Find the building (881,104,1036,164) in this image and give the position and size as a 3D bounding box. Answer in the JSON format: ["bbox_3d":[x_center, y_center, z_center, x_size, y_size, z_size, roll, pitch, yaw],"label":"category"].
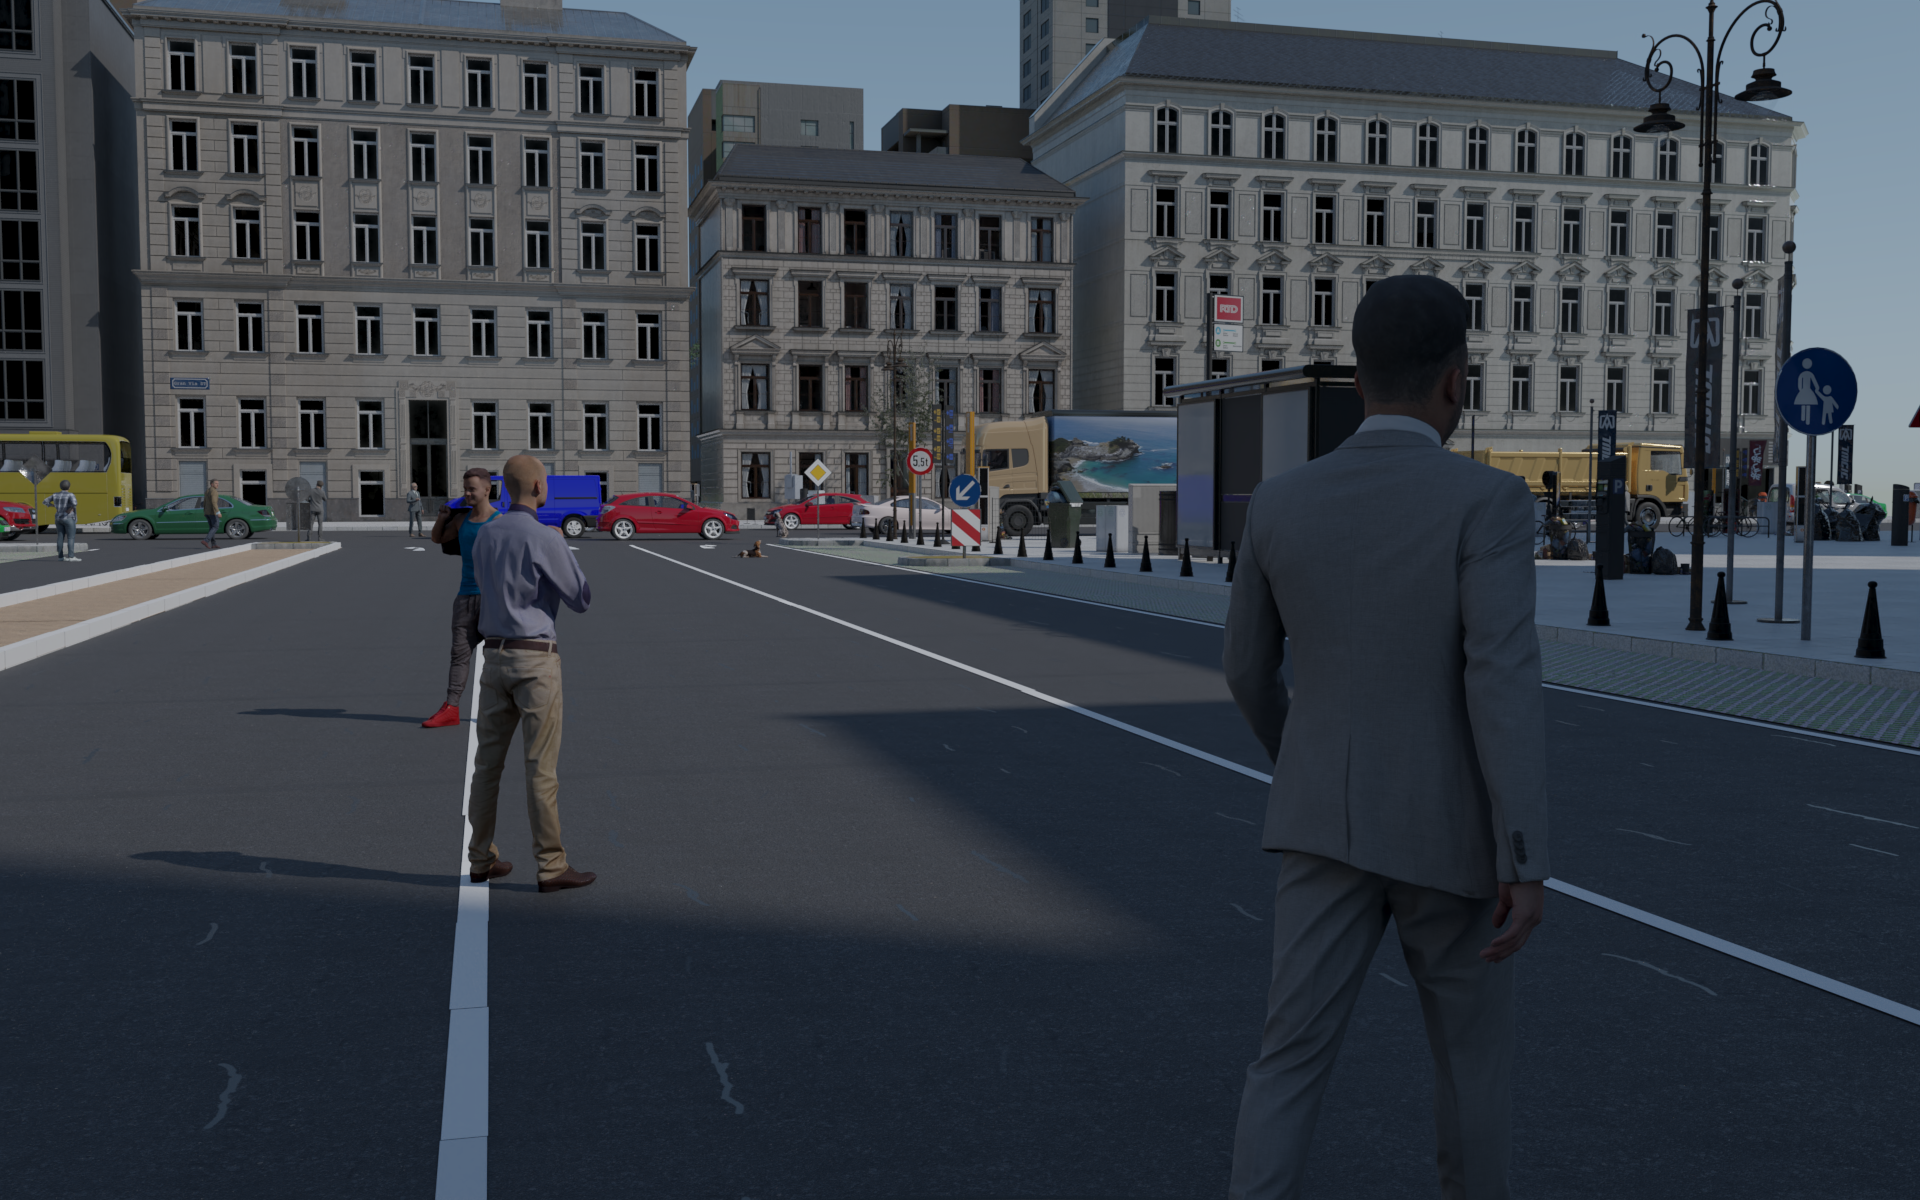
[{"bbox_3d":[-0.435,-33.378,195.839,14.200,45.320,14.600,-1,4,-15],"label":"building"}]

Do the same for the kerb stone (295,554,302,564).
[{"bbox_3d":[-13.644,-0.812,35.470,0.120,0.150,1.000,-1,4,-15],"label":"kerb stone"}]

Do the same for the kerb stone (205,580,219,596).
[{"bbox_3d":[-10.687,-0.145,24.568,0.120,0.150,1.000,-1,4,-15],"label":"kerb stone"}]

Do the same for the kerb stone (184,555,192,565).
[{"bbox_3d":[-15.666,-0.776,34.881,0.120,0.150,1.000,-1,4,-15],"label":"kerb stone"}]

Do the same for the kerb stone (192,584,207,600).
[{"bbox_3d":[-10.427,-0.084,23.576,0.120,0.150,1.000,-1,4,-15],"label":"kerb stone"}]

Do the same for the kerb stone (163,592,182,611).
[{"bbox_3d":[-9.886,0.037,21.596,0.120,0.150,1.000,-1,4,-15],"label":"kerb stone"}]

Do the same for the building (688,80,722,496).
[{"bbox_3d":[-21.899,-32.994,189.557,14.600,45.320,14.200,-1,4,-15],"label":"building"}]

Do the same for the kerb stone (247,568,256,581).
[{"bbox_3d":[-11.766,-0.387,28.527,0.120,0.150,1.000,-1,4,-15],"label":"kerb stone"}]

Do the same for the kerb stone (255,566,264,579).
[{"bbox_3d":[-12.036,-0.445,29.522,0.120,0.150,1.000,-1,4,-15],"label":"kerb stone"}]

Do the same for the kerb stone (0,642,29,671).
[{"bbox_3d":[-8.008,0.461,14.656,0.120,0.150,1.000,-1,4,-15],"label":"kerb stone"}]

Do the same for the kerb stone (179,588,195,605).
[{"bbox_3d":[-10.156,-0.024,22.587,0.120,0.150,1.000,-1,4,-15],"label":"kerb stone"}]

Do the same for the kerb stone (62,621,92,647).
[{"bbox_3d":[-8.545,0.342,16.645,0.120,0.150,1.000,-1,4,-15],"label":"kerb stone"}]

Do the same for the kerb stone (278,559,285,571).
[{"bbox_3d":[-12.839,-0.630,32.491,0.120,0.150,1.000,-1,4,-15],"label":"kerb stone"}]

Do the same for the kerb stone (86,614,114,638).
[{"bbox_3d":[-8.815,0.279,17.634,0.120,0.150,1.000,-1,4,-15],"label":"kerb stone"}]

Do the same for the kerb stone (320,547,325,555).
[{"bbox_3d":[-14.991,-1.107,40.426,0.120,0.150,1.000,-1,4,-15],"label":"kerb stone"}]

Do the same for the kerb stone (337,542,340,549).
[{"bbox_3d":[-16.060,-1.358,44.402,0.120,0.150,1.000,-1,4,-15],"label":"kerb stone"}]

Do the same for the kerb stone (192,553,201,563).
[{"bbox_3d":[-15.928,-0.836,35.872,0.120,0.150,1.000,-1,4,-15],"label":"kerb stone"}]

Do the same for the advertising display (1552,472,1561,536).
[{"bbox_3d":[17.202,-2.738,49.972,0.123,1.923,0.974,2,4,25],"label":"advertising display"}]

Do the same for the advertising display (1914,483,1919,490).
[{"bbox_3d":[54.193,-5.645,97.516,0.123,1.923,0.974,-2,4,-33],"label":"advertising display"}]

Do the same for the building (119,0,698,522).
[{"bbox_3d":[-26.120,-17.606,85.124,25.104,27.353,12.463,-1,4,-15],"label":"building"}]

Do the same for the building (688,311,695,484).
[{"bbox_3d":[-32.420,-29.193,249.007,14.107,30.474,14.160,-1,4,-15],"label":"building"}]

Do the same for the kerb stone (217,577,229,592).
[{"bbox_3d":[-10.959,-0.205,25.556,0.120,0.150,1.000,-1,4,-15],"label":"kerb stone"}]

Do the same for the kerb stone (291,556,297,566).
[{"bbox_3d":[-13.375,-0.751,34.481,0.120,0.150,1.000,-1,4,-15],"label":"kerb stone"}]

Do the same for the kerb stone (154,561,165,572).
[{"bbox_3d":[-14.853,-0.589,31.907,0.120,0.150,1.000,-1,4,-15],"label":"kerb stone"}]

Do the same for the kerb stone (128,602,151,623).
[{"bbox_3d":[-9.358,0.159,19.615,0.120,0.150,1.000,-1,4,-15],"label":"kerb stone"}]

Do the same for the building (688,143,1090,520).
[{"bbox_3d":[-4.104,-13.822,90.624,19.286,19.102,10.561,-1,4,-15],"label":"building"}]

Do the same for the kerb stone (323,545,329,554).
[{"bbox_3d":[-15.260,-1.176,41.420,0.120,0.150,1.000,-1,4,-15],"label":"kerb stone"}]

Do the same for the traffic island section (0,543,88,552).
[{"bbox_3d":[-23.337,-1.314,43.763,2.009,0.180,2.903,-1,4,-15],"label":"traffic island section"}]

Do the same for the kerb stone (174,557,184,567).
[{"bbox_3d":[-15.391,-0.715,33.893,0.120,0.150,1.000,-1,4,-15],"label":"kerb stone"}]

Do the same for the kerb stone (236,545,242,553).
[{"bbox_3d":[-17.540,-1.195,41.811,0.120,0.150,1.000,-1,4,-15],"label":"kerb stone"}]

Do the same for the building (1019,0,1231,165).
[{"bbox_3d":[17.053,-46.410,197.052,20.611,71.187,20.563,-1,4,-15],"label":"building"}]

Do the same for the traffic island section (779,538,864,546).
[{"bbox_3d":[-3.989,-1.633,48.980,2.009,0.180,2.903,-1,4,-15],"label":"traffic island section"}]

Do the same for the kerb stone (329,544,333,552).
[{"bbox_3d":[-15.526,-1.237,42.417,0.120,0.150,1.000,-1,4,-15],"label":"kerb stone"}]

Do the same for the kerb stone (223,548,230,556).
[{"bbox_3d":[-16.999,-1.079,39.833,0.120,0.150,1.000,-1,4,-15],"label":"kerb stone"}]

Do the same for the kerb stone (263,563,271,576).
[{"bbox_3d":[-12.302,-0.506,30.512,0.120,0.150,1.000,-1,4,-15],"label":"kerb stone"}]

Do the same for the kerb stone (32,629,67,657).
[{"bbox_3d":[-8.279,0.400,15.648,0.120,0.150,1.000,-1,4,-15],"label":"kerb stone"}]

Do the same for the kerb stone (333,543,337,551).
[{"bbox_3d":[-15.794,-1.298,43.411,0.120,0.150,1.000,-1,4,-15],"label":"kerb stone"}]

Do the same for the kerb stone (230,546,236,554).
[{"bbox_3d":[-17.272,-1.139,40.821,0.120,0.150,1.000,-1,4,-15],"label":"kerb stone"}]

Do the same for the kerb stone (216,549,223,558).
[{"bbox_3d":[-16.735,-1.018,38.843,0.120,0.150,1.000,-1,4,-15],"label":"kerb stone"}]

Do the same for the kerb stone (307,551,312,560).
[{"bbox_3d":[-14.183,-0.933,37.458,0.120,0.150,1.000,-1,4,-15],"label":"kerb stone"}]

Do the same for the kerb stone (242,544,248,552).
[{"bbox_3d":[-17.808,-1.261,42.813,0.120,0.150,1.000,-1,4,-15],"label":"kerb stone"}]

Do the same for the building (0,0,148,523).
[{"bbox_3d":[-51.353,-17.473,79.187,24.014,27.812,14.314,-1,4,-15],"label":"building"}]

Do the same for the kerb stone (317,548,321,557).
[{"bbox_3d":[-14.715,-1.048,39.438,0.120,0.150,1.000,-1,4,-15],"label":"kerb stone"}]

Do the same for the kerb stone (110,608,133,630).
[{"bbox_3d":[-9.086,0.222,18.624,0.120,0.150,1.000,-1,4,-15],"label":"kerb stone"}]

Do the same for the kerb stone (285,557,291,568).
[{"bbox_3d":[-13.106,-0.690,33.483,0.120,0.150,1.000,-1,4,-15],"label":"kerb stone"}]

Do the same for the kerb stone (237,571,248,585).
[{"bbox_3d":[-11.502,-0.327,27.536,0.120,0.150,1.000,-1,4,-15],"label":"kerb stone"}]

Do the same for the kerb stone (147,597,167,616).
[{"bbox_3d":[-9.626,0.097,20.605,0.120,0.150,1.000,-1,4,-15],"label":"kerb stone"}]

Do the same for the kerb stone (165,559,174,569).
[{"bbox_3d":[-15.134,-0.653,32.895,0.120,0.150,1.000,-1,4,-15],"label":"kerb stone"}]

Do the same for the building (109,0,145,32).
[{"bbox_3d":[-69.270,-29.585,133.817,14.600,45.320,14.200,-1,4,-15],"label":"building"}]

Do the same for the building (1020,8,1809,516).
[{"bbox_3d":[27.105,-19.931,102.293,44.131,29.872,17.030,-1,4,-15],"label":"building"}]

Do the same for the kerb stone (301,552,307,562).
[{"bbox_3d":[-13.915,-0.872,36.463,0.120,0.150,1.000,-1,4,-15],"label":"kerb stone"}]

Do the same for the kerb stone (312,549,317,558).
[{"bbox_3d":[-14.455,-0.992,38.447,0.120,0.150,1.000,-1,4,-15],"label":"kerb stone"}]

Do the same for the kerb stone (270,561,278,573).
[{"bbox_3d":[-12.568,-0.569,31.501,0.120,0.150,1.000,-1,4,-15],"label":"kerb stone"}]

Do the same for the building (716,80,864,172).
[{"bbox_3d":[-17.838,-30.126,176.155,14.154,41.232,14.086,-1,4,-15],"label":"building"}]

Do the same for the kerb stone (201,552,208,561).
[{"bbox_3d":[-16.203,-0.896,36.863,0.120,0.150,1.000,-1,4,-15],"label":"kerb stone"}]

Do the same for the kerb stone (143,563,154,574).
[{"bbox_3d":[-14.591,-0.533,30.916,0.120,0.150,1.000,-1,4,-15],"label":"kerb stone"}]

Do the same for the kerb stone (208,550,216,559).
[{"bbox_3d":[-16.465,-0.958,37.854,0.120,0.150,1.000,-1,4,-15],"label":"kerb stone"}]

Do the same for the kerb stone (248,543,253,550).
[{"bbox_3d":[-18.078,-1.315,43.802,0.120,0.150,1.000,-1,4,-15],"label":"kerb stone"}]

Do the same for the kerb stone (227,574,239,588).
[{"bbox_3d":[-11.234,-0.266,26.546,0.120,0.150,1.000,-1,4,-15],"label":"kerb stone"}]
